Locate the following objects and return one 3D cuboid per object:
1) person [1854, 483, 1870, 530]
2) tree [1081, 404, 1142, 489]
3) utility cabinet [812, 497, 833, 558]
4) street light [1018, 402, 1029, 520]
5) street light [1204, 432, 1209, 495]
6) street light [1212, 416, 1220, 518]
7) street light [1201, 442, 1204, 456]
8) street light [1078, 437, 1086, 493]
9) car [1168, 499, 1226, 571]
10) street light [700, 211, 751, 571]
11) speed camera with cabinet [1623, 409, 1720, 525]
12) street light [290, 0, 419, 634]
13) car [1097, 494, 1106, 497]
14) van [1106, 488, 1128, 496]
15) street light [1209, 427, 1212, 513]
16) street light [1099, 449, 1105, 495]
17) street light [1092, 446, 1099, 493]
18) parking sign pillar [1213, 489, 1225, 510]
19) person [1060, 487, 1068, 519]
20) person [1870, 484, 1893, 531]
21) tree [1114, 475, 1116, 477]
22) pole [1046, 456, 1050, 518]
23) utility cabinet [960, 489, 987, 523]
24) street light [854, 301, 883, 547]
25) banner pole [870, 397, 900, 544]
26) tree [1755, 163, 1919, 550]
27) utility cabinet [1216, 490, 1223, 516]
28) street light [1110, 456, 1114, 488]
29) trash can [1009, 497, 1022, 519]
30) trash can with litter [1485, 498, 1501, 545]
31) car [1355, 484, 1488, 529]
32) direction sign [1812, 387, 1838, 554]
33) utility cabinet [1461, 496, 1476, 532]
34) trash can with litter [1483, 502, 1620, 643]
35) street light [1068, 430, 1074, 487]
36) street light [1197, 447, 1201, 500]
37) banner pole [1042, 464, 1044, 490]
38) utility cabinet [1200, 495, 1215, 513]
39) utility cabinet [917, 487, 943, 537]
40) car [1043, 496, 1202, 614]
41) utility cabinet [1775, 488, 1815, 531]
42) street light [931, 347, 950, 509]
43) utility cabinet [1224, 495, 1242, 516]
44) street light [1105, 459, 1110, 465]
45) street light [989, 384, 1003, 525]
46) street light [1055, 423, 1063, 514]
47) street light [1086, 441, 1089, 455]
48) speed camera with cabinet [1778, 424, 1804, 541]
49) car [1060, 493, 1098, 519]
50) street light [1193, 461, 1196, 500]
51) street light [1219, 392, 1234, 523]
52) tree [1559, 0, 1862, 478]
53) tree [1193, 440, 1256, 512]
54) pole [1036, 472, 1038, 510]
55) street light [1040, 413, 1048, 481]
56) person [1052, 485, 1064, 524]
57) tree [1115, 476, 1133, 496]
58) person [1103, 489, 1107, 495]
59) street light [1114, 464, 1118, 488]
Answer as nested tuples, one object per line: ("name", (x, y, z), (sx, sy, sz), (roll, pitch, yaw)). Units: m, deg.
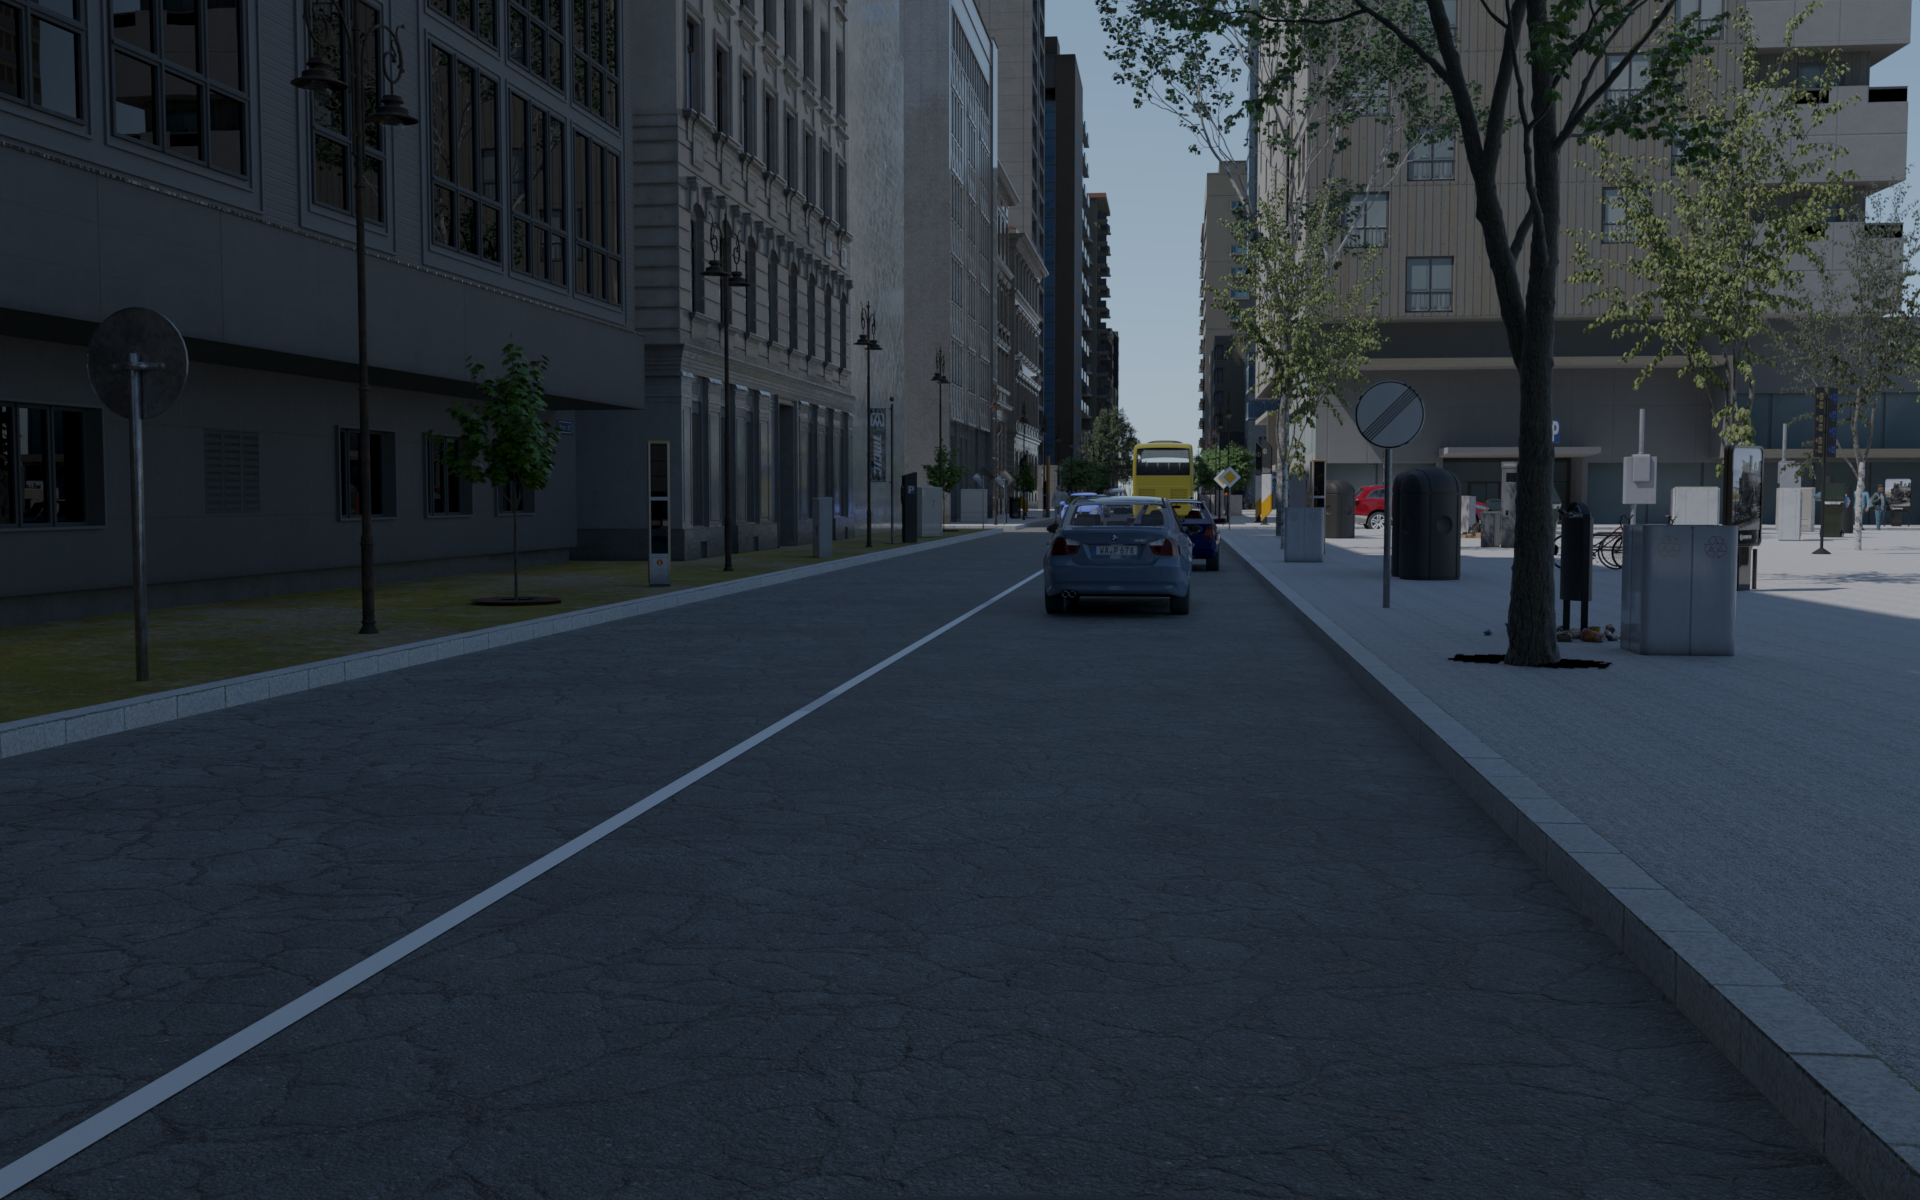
("person", (32.152, -3.265, 61.752), (0.748, 1.841, 0.638), (-2, 4, -27))
("tree", (19.554, -18.629, 221.586), (9.611, 12.733, 9.660), (0, 3, 0))
("utility cabinet", (-2.805, -1.470, 35.195), (0.306, 1.237, 1.020), (-1, 4, -12))
("street light", (3.160, -6.896, 85.543), (0.468, 5.910, 1.993), (0, 4, 7))
("street light", (16.846, -8.784, 116.407), (0.468, 5.910, 1.993), (0, 4, 7))
("street light", (13.520, -7.175, 90.092), (0.468, 5.910, 1.993), (0, 4, 7))
("street light", (18.506, -9.595, 129.658), (0.468, 5.910, 1.993), (0, 4, 7))
("street light", (9.541, -10.082, 137.628), (0.468, 5.910, 1.993), (0, 4, 7))
("car", (4.202, -1.296, 33.762), (1.945, 1.354, 3.894), (1, 4, 9))
("street light", (-3.857, -3.417, 28.659), (0.468, 5.910, 1.993), (0, 4, 7))
("speed camera with cabinet", (16.560, -2.813, 40.333), (2.038, 3.252, 0.660), (1, 4, 14))
("street light", (-5.445, -2.629, 15.772), (0.468, 5.910, 1.993), (0, 4, 7))
("car", (8.427, -5.847, 107.606), (2.014, 1.417, 4.499), (0, 4, 7))
("van", (11.281, -7.212, 124.922), (2.013, 2.044, 4.112), (0, 4, 8))
("street light", (15.209, -7.962, 102.967), (0.468, 5.910, 1.993), (0, 4, 7))
("street light", (14.039, -12.311, 174.078), (0.468, 5.910, 1.993), (0, 4, 7))
("street light", (12.445, -11.523, 161.191), (0.468, 5.910, 1.993), (0, 4, 7))
("parking sign pillar", (20.455, -9.172, 138.429), (1.447, 3.967, 1.447), (0, 4, 7))
("person", (5.305, -4.882, 88.540), (0.478, 1.798, 0.641), (3, 5, 44))
("person", (33.313, -3.295, 62.723), (0.623, 1.781, 0.721), (-2, 4, -27))
("tree", (11.619, -10.650, 157.842), (4.285, 4.588, 4.351), (0, 3, 0))
("pole", (4.760, -6.104, 93.645), (0.158, 3.312, 0.155), (0, 3, 0))
("utility cabinet", (0.607, -4.148, 76.497), (1.173, 1.500, 0.318), (0, 4, -6))
("street light", (-2.194, -4.211, 41.632), (0.468, 5.910, 1.993), (0, 4, 7))
("banner pole", (-1.963, -3.330, 44.467), (0.863, 3.779, 0.401), (-1, 4, -19))
("tree", (20.476, -5.448, 39.432), (4.360, 8.622, 3.978), (0, 3, 0))
("utility cabinet", (15.232, -5.670, 101.382), (0.318, 1.500, 1.173), (1, 4, 16))
("street light", (17.187, -13.888, 199.856), (0.468, 5.910, 1.993), (0, 4, 7))
("trash can", (2.870, -4.809, 90.281), (0.748, 1.137, 0.748), (0, 3, 0))
("trash can with litter", (13.802, -2.004, 44.151), (0.624, 1.170, 1.055), (0, 4, -4))
("car", (17.103, -3.433, 64.805), (5.304, 1.827, 2.281), (0, 4, 7))
("direction sign", (18.403, -2.746, 36.892), (0.876, 3.537, 0.379), (-3, 4, -35))
("utility cabinet", (17.093, -2.919, 58.895), (0.306, 1.237, 1.020), (-2, 4, -24))
("trash can with litter", (5.593, -0.288, 15.765), (1.678, 1.210, 2.233), (0, 4, 2))
("street light", (8.013, -9.285, 124.594), (0.468, 5.910, 1.993), (0, 4, 7))
("street light", (20.216, -10.483, 144.191), (0.468, 5.910, 1.993), (0, 4, 7))
("banner pole", (6.961, -9.537, 145.950), (0.401, 3.779, 0.863), (0, 4, -7))
("utility cabinet", (17.150, -6.654, 119.957), (1.020, 1.237, 0.306), (2, 4, 26))
("utility cabinet", (-0.937, -2.623, 51.570), (0.318, 1.500, 1.173), (2, 4, 30))
("car", (2.058, -0.611, 21.987), (2.014, 1.417, 4.499), (0, 4, 8))
("utility cabinet", (28.540, -3.089, 59.184), (0.318, 1.500, 1.173), (-3, 5, -42))
("street light", (-0.615, -4.999, 54.521), (0.468, 5.910, 1.993), (0, 4, 7))
("utility cabinet", (16.300, -5.635, 103.293), (1.020, 1.237, 0.306), (-1, 4, -14))
("street light", (15.642, -13.099, 186.964), (0.468, 5.910, 1.993), (0, 4, 7))
("street light", (1.485, -6.053, 71.747), (0.468, 5.910, 1.993), (0, 4, 7))
("street light", (6.344, -8.473, 111.317), (0.468, 5.910, 1.993), (0, 4, 7))
("street light", (10.750, -10.702, 147.768), (0.468, 5.910, 1.993), (0, 4, 7))
("speed camera with cabinet", (23.048, -3.285, 48.042), (0.660, 3.252, 2.038), (2, 4, 25))
("car", (5.300, -3.973, 74.546), (1.945, 1.707, 3.694), (0, 4, 8))
("street light", (23.131, -11.937, 167.962), (0.468, 5.910, 1.993), (0, 4, 7))
("street light", (11.960, -6.386, 77.201), (0.468, 5.910, 1.993), (0, 4, 7))
("tree", (11.210, -4.597, 25.524), (4.737, 8.622, 4.395), (0, 3, 0))
("tree", (16.292, -7.773, 110.800), (4.285, 4.588, 4.351), (0, 3, 0))
("pole", (6.336, -9.142, 143.318), (0.158, 3.312, 0.155), (0, 3, 0))
("street light", (4.793, -7.684, 98.425), (0.468, 5.910, 1.993), (0, 4, 7))
("person", (4.690, -4.516, 82.213), (0.514, 1.842, 0.818), (-2, 4, -31))
("tree", (24.978, -19.105, 262.723), (4.360, 8.622, 3.978), (0, 3, 0))
("person", (11.532, -7.818, 136.505), (0.709, 1.800, 0.728), (2, 4, 27))
("street light", (18.872, -14.691, 212.991), (0.468, 5.910, 1.993), (0, 4, 7))
